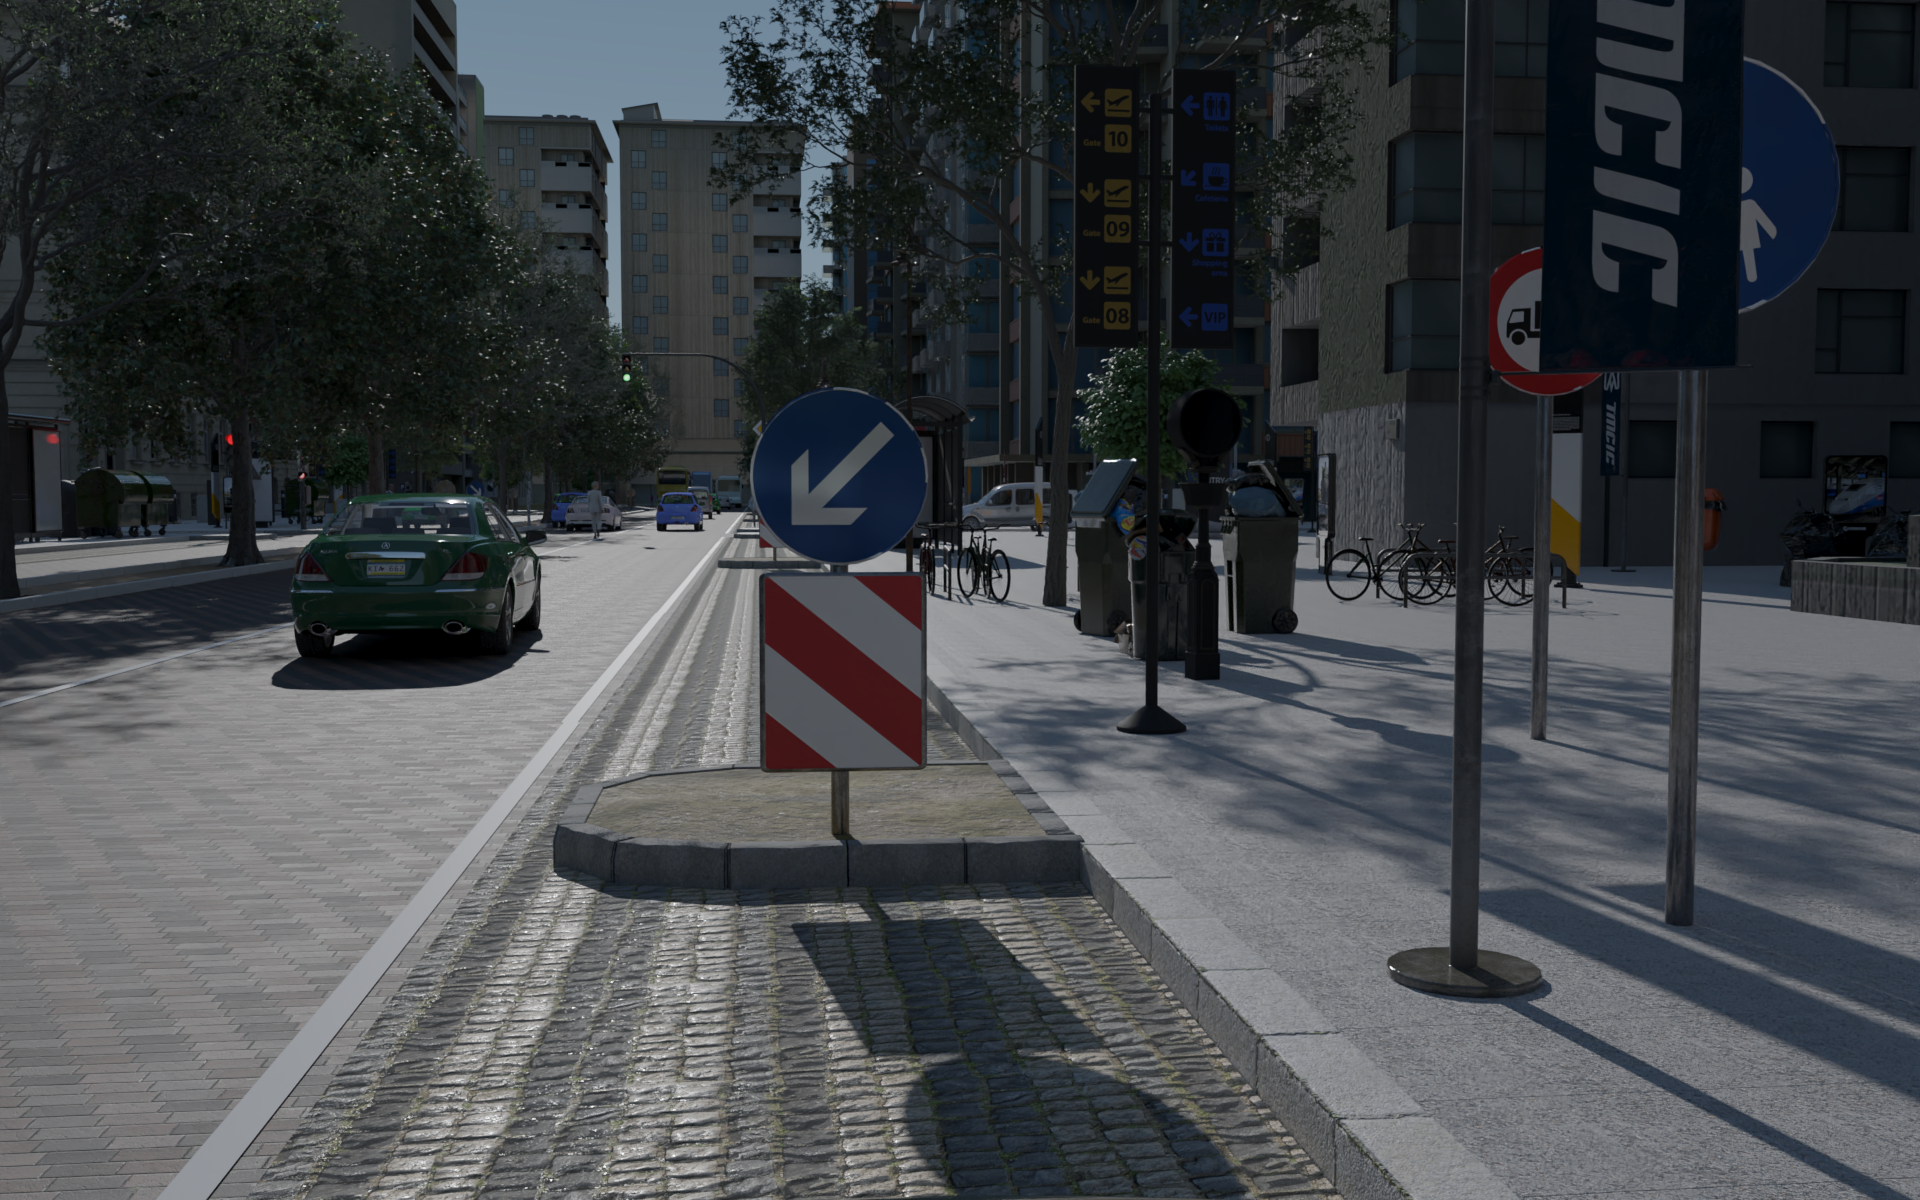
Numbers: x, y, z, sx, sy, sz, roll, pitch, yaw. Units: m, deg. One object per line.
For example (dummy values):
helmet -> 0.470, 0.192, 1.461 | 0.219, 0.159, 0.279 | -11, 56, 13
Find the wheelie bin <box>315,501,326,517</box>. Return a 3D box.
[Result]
wheelie bin -> -35.832, -5.438, 96.827 | 0.980, 1.594, 0.693 | -3, 5, -42

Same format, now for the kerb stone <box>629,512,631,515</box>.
kerb stone -> -22.983, -5.945, 119.409 | 0.120, 0.150, 1.000 | 0, 4, -7

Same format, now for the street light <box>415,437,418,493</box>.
street light -> -29.333, -7.379, 93.435 | 0.468, 5.910, 1.993 | 0, 4, -7

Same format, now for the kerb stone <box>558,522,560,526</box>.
kerb stone -> -18.124, -3.390, 77.629 | 0.120, 0.150, 1.000 | 0, 4, -7

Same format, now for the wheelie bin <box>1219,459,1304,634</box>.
wheelie bin -> 2.777, -0.499, 16.068 | 0.693, 1.594, 0.980 | 0, 4, -5

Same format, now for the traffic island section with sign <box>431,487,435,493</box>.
traffic island section with sign -> -26.238, -4.793, 86.998 | 1.989, 1.847, 2.006 | 0, 4, -7

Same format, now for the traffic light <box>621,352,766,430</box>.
traffic light -> -8.472, -4.974, 55.986 | 4.771, 5.953, 1.251 | 0, 4, -7

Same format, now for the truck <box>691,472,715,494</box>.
truck -> -30.493, -12.976, 201.911 | 2.967, 4.110, 18.799 | 0, 4, -5

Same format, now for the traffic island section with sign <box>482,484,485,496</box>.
traffic island section with sign -> -17.465, -3.349, 62.898 | 2.006, 1.907, 1.989 | 0, 4, -7

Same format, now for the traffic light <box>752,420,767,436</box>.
traffic light -> -7.325, -4.610, 64.299 | 0.839, 4.253, 0.868 | 0, 4, -7

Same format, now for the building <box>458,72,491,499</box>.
building -> -52.779, -29.337, 163.250 | 14.154, 41.232, 14.086 | 0, 4, -7

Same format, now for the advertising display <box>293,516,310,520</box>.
advertising display -> -32.551, -4.915, 85.577 | 0.974, 1.923, 0.123 | 1, 4, 14

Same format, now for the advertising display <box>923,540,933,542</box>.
advertising display -> -0.866, -2.493, 45.979 | 0.123, 1.923, 0.974 | -2, 4, -33

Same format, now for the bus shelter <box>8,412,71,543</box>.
bus shelter -> -25.068, -4.013, 43.245 | 2.179, 5.291, 8.768 | 0, 4, -6

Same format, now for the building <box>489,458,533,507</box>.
building -> -63.279, -21.039, 189.020 | 28.899, 21.520, 27.650 | 0, 4, -7

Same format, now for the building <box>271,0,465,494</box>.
building -> -54.511, -31.877, 144.898 | 21.300, 48.544, 21.600 | 0, 4, -7

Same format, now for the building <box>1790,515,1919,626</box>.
building -> 19.946, -28.466, 7.418 | 21.231, 58.520, 28.212 | 0, 4, -7

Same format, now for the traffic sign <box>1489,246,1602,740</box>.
traffic sign -> 3.029, -0.544, 8.993 | 0.768, 2.556, 0.104 | 0, 3, 0

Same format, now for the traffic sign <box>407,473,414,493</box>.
traffic sign -> -32.853, -6.367, 104.201 | 0.768, 2.556, 0.104 | 0, 4, -4

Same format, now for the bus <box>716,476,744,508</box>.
bus -> -24.359, -11.511, 183.063 | 2.948, 3.499, 13.247 | 0, 4, -7

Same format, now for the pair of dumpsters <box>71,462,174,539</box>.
pair of dumpsters -> -24.839, -2.993, 51.431 | 1.574, 2.255, 4.437 | 0, 4, -7

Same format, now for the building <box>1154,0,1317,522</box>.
building -> 14.818, -26.389, 86.079 | 28.867, 44.769, 22.147 | 0, 4, -7

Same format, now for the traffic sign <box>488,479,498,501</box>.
traffic sign -> -32.596, -7.333, 121.075 | 0.795, 2.450, 0.064 | 0, 4, 1

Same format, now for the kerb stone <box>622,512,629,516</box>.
kerb stone -> -22.867, -5.883, 118.383 | 0.120, 0.150, 1.000 | 0, 4, -7

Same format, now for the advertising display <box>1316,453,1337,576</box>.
advertising display -> 5.845, -1.373, 27.659 | 0.123, 1.923, 0.974 | 0, 4, 1

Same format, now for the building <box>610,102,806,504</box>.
building -> -33.237, -39.957, 242.528 | 27.495, 52.752, 28.713 | 0, 4, -7

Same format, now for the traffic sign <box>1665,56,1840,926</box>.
traffic sign -> 2.151, -0.305, 5.101 | 0.768, 2.556, 0.104 | 0, 4, 2

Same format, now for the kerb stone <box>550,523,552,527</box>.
kerb stone -> -17.769, -3.204, 74.579 | 0.120, 0.150, 1.000 | 0, 4, -7

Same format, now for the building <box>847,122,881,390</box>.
building -> -5.783, -33.698, 201.068 | 14.600, 45.320, 14.200 | 0, 4, -7

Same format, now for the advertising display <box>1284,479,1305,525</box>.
advertising display -> 14.014, -4.125, 72.650 | 0.974, 1.923, 0.123 | 3, 5, 45

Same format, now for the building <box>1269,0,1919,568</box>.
building -> 13.910, -16.219, 36.876 | 14.160, 30.474, 14.107 | 0, 4, -7

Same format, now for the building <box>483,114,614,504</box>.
building -> -60.578, -39.779, 239.622 | 27.495, 52.752, 28.713 | 0, 4, -7

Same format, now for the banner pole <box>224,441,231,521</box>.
banner pole -> -34.773, -5.656, 82.489 | 0.401, 3.779, 0.863 | 0, 4, 7

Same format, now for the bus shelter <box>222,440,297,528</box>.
bus shelter -> -26.972, -4.518, 67.787 | 2.014, 3.302, 5.546 | 0, 4, -6

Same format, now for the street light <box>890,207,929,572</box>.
street light -> -0.763, -3.257, 26.037 | 0.468, 5.910, 1.993 | 0, 4, -7

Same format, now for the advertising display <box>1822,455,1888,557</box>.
advertising display -> 14.759, -1.430, 28.598 | 0.974, 1.923, 0.123 | 0, 4, 8

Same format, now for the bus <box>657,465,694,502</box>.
bus -> -24.298, -9.541, 147.548 | 2.896, 3.916, 12.252 | 0, 4, -7

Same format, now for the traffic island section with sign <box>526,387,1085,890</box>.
traffic island section with sign -> -0.636, 0.088, 7.196 | 1.989, 1.847, 2.006 | 0, 4, -7

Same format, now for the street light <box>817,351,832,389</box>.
street light -> -4.397, -5.100, 56.174 | 0.468, 5.910, 1.993 | 0, 4, -7

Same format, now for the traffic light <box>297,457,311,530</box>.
traffic light -> -21.607, -5.382, 62.666 | 4.771, 5.953, 1.251 | 0, 4, -7

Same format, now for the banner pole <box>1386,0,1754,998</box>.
banner pole -> 1.546, -0.879, 4.389 | 0.863, 3.779, 0.401 | 2, 4, 25

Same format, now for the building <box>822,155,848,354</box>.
building -> -4.115, -38.155, 243.445 | 30.456, 49.044, 23.786 | 0, 4, -7

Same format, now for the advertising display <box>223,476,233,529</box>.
advertising display -> -26.548, -3.572, 63.620 | 0.974, 1.923, 0.123 | 0, 4, -1

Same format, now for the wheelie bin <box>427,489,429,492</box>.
wheelie bin -> -34.838, -6.515, 114.424 | 0.980, 1.594, 0.693 | -1, 4, -8

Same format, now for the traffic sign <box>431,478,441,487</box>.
traffic sign -> -32.800, -6.507, 108.511 | 0.606, 2.300, 0.079 | 0, 4, -3

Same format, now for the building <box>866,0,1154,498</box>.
building -> 2.985, -30.648, 155.726 | 22.147, 44.769, 28.867 | 0, 4, -7

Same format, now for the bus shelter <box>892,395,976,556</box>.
bus shelter -> -0.982, -2.703, 38.114 | 2.014, 3.302, 5.546 | 0, 4, -6

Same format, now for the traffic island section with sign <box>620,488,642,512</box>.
traffic island section with sign -> -26.144, -7.914, 137.536 | 2.006, 1.907, 1.989 | 0, 4, -7

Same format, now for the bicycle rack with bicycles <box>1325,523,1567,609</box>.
bicycle rack with bicycles -> 5.808, -0.434, 20.483 | 2.925, 0.926, 2.852 | 0, 4, 5

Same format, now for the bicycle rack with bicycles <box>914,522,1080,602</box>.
bicycle rack with bicycles -> 0.595, -0.507, 21.675 | 2.852, 0.926, 2.925 | 0, 4, -1

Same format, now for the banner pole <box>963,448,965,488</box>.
banner pole -> -0.048, -5.649, 82.372 | 0.401, 3.779, 0.863 | 3, 5, 40

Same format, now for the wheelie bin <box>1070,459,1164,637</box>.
wheelie bin -> 1.435, -0.483, 15.812 | 0.693, 1.594, 0.980 | -2, 4, -26

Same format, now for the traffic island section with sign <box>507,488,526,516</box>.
traffic island section with sign -> -29.345, -6.431, 113.778 | 1.989, 1.847, 2.006 | 0, 4, -7

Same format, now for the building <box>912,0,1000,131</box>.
building -> 8.289, -30.959, 125.787 | 23.786, 49.044, 30.456 | 0, 4, -7

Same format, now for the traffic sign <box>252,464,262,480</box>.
traffic sign -> -26.543, -3.957, 64.706 | 0.884, 2.594, 0.081 | 0, 4, -6

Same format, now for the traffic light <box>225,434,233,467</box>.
traffic light -> -22.754, -4.008, 54.459 | 0.839, 4.253, 0.868 | 0, 4, -7

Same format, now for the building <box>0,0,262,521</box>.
building -> -44.782, -15.248, 82.581 | 16.112, 22.955, 30.059 | 0, 4, -7

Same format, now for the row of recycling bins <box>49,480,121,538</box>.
row of recycling bins -> -26.561, -2.775, 52.482 | 1.069, 1.692, 3.534 | 0, 4, -2

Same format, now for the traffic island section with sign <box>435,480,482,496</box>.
traffic island section with sign -> -16.620, -2.899, 55.539 | 2.006, 1.907, 1.989 | 0, 4, -7

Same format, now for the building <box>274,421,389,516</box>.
building -> -47.393, -18.156, 115.943 | 14.460, 24.649, 34.723 | 0, 4, -7
